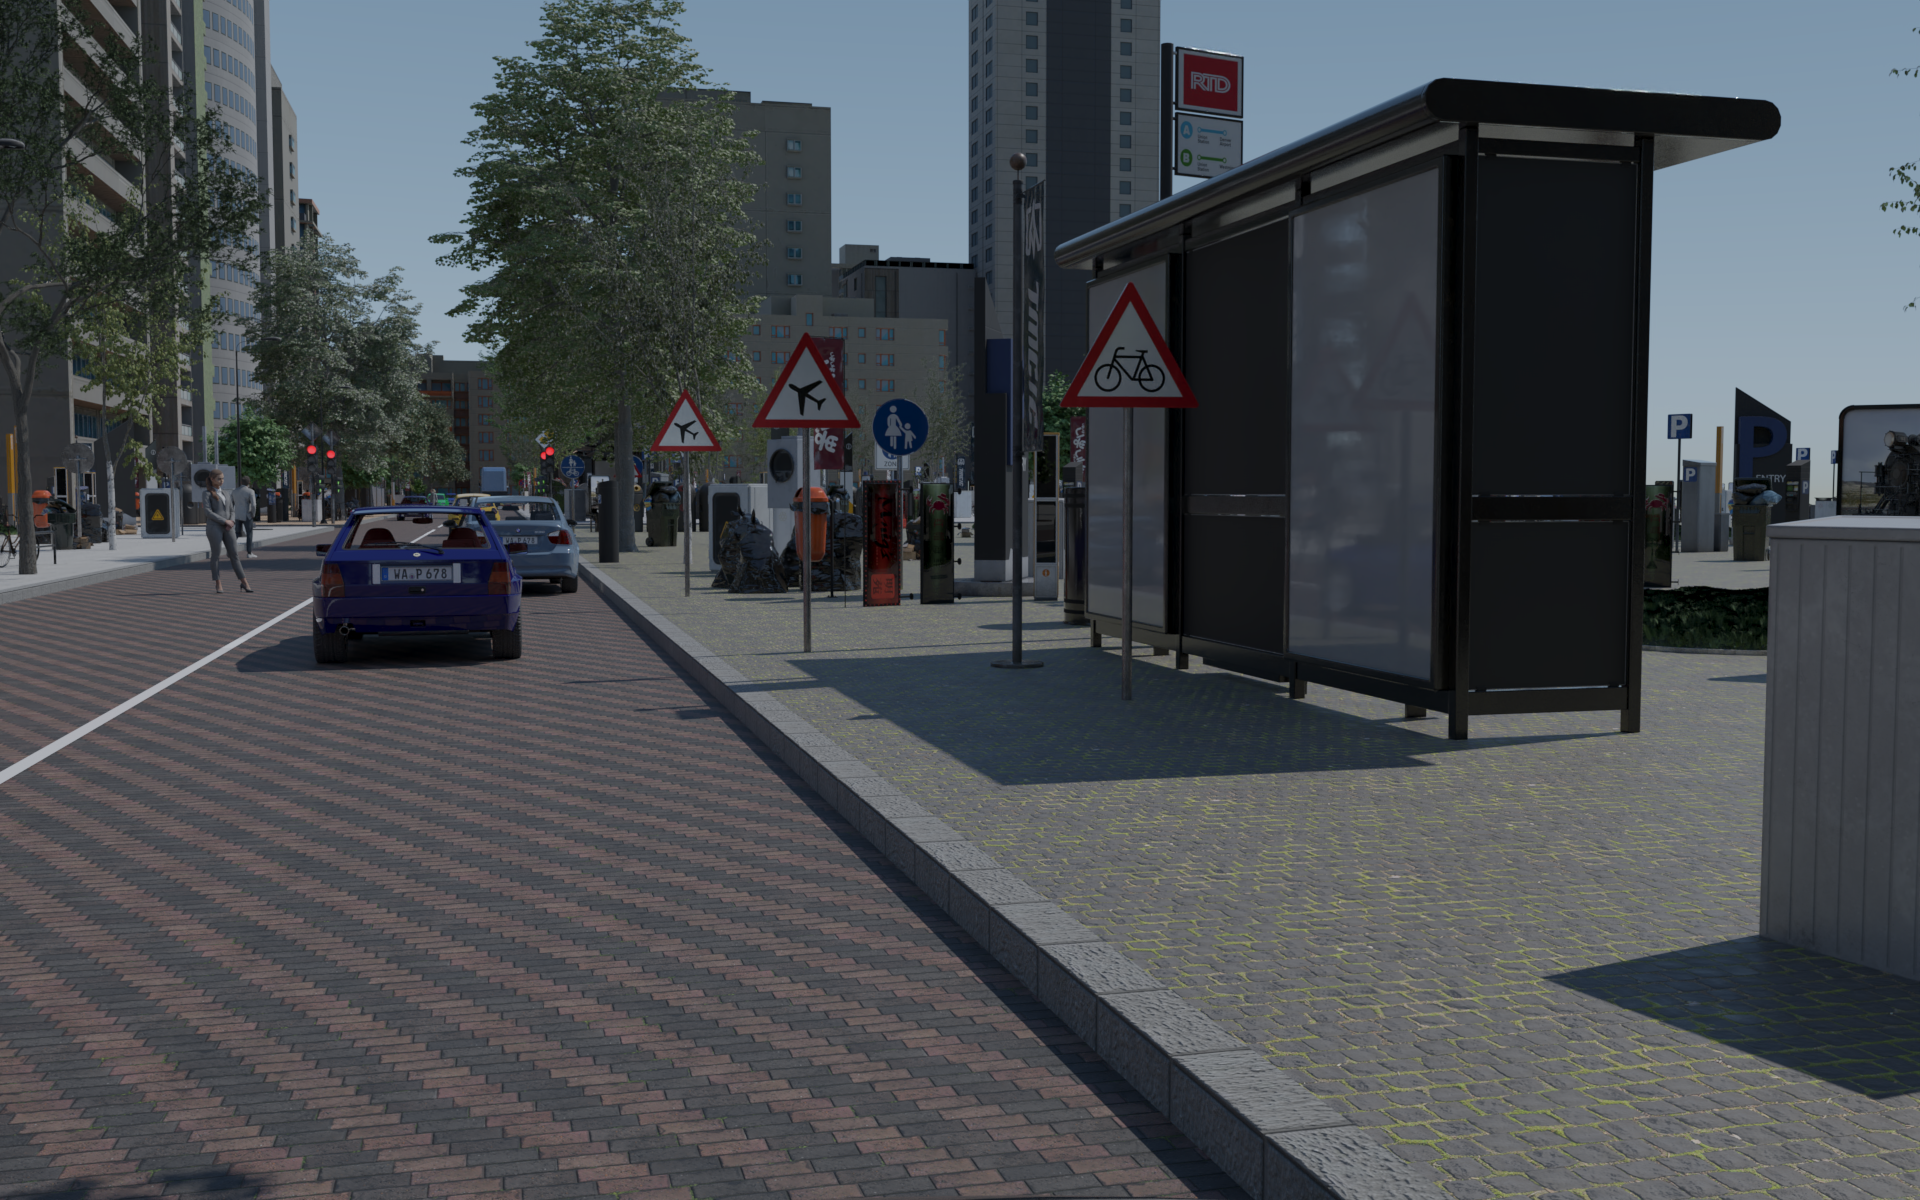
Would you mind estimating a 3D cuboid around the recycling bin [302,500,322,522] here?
[{"bbox_3d":[-29.636,-4.076,79.195,0.722,1.027,0.722,0,4,-7],"label":"recycling bin"}]

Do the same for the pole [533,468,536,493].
[{"bbox_3d":[-33.130,-8.633,135.000,0.158,3.312,0.155,0,3,0],"label":"pole"}]

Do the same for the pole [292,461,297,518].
[{"bbox_3d":[-36.299,-6.151,94.414,0.158,3.312,0.155,0,3,0],"label":"pole"}]

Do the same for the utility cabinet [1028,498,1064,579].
[{"bbox_3d":[1.255,-0.932,26.405,1.020,1.237,0.306,3,5,43],"label":"utility cabinet"}]

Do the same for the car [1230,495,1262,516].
[{"bbox_3d":[13.299,-4.119,79.707,4.827,1.381,2.083,-1,4,-16],"label":"car"}]

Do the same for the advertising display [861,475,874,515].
[{"bbox_3d":[-3.103,-3.232,58.061,0.123,1.923,0.974,-1,4,-21],"label":"advertising display"}]

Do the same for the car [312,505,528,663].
[{"bbox_3d":[-5.016,-0.220,16.171,1.945,1.354,3.894,-1,4,-16],"label":"car"}]

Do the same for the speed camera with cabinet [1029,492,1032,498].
[{"bbox_3d":[4.737,-8.867,139.316,2.038,3.252,0.660,-1,4,-12],"label":"speed camera with cabinet"}]

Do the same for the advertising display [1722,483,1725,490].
[{"bbox_3d":[45.869,-6.078,104.582,0.974,1.923,0.123,-3,4,-38],"label":"advertising display"}]

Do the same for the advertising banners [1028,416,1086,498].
[{"bbox_3d":[2.013,-2.623,39.078,2.074,3.025,0.090,2,4,28],"label":"advertising banners"}]

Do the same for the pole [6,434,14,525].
[{"bbox_3d":[-32.215,-3.973,58.795,0.158,3.312,0.155,0,3,0],"label":"pole"}]

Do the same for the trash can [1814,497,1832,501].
[{"bbox_3d":[36.659,-3.785,73.535,0.748,1.137,0.748,0,3,0],"label":"trash can"}]

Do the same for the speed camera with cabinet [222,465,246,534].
[{"bbox_3d":[-22.678,-3.641,53.863,0.660,3.252,2.038,-3,5,-41],"label":"speed camera with cabinet"}]

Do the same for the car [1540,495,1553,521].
[{"bbox_3d":[29.881,-4.554,86.465,4.499,1.417,2.014,-1,4,-17],"label":"car"}]

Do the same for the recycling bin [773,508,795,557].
[{"bbox_3d":[-3.362,-1.215,32.424,0.722,1.027,0.722,-3,4,-38],"label":"recycling bin"}]

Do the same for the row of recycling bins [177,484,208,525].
[{"bbox_3d":[-32.867,-4.095,74.070,1.069,1.692,3.534,-1,4,-14],"label":"row of recycling bins"}]

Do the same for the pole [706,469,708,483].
[{"bbox_3d":[-20.809,-9.091,142.485,0.158,3.312,0.155,0,3,0],"label":"pole"}]

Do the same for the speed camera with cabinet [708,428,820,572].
[{"bbox_3d":[-3.199,-2.065,28.095,2.038,3.252,0.660,3,4,38],"label":"speed camera with cabinet"}]

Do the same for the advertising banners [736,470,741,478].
[{"bbox_3d":[-16.734,-8.023,127.365,0.090,3.025,2.074,-3,5,-44],"label":"advertising banners"}]

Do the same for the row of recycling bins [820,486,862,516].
[{"bbox_3d":[-5.814,-4.761,84.948,3.534,1.692,1.069,2,4,31],"label":"row of recycling bins"}]

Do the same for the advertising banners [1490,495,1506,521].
[{"bbox_3d":[9.620,-2.154,31.403,2.074,3.025,0.090,1,4,10],"label":"advertising banners"}]

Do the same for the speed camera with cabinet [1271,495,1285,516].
[{"bbox_3d":[19.220,-6.477,100.236,0.660,3.252,2.038,-3,5,-44],"label":"speed camera with cabinet"}]

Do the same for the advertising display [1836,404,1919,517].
[{"bbox_3d":[6.805,-0.439,12.390,0.974,1.923,0.123,2,4,30],"label":"advertising display"}]

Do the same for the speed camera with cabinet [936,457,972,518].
[{"bbox_3d":[-0.396,-6.049,93.235,2.038,3.252,0.660,-2,4,-29],"label":"speed camera with cabinet"}]

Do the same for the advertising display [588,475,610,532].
[{"bbox_3d":[-12.206,-3.267,58.633,0.123,1.923,0.974,2,4,31],"label":"advertising display"}]

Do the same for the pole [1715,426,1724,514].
[{"bbox_3d":[22.825,-3.563,52.100,0.158,3.312,0.155,0,3,0],"label":"pole"}]

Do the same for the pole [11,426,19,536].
[{"bbox_3d":[-28.052,-3.537,51.674,0.158,3.312,0.155,0,3,0],"label":"pole"}]

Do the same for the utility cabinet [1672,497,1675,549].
[{"bbox_3d":[16.678,-1.839,41.237,0.306,1.237,1.020,0,4,3],"label":"utility cabinet"}]

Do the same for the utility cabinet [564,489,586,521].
[{"bbox_3d":[-17.948,-4.411,80.792,0.318,1.500,1.173,2,4,27],"label":"utility cabinet"}]

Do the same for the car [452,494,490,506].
[{"bbox_3d":[-16.973,-3.069,60.406,2.015,1.641,3.980,-1,4,-17],"label":"car"}]

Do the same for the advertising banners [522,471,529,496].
[{"bbox_3d":[-33.454,-8.362,132.906,0.090,3.025,2.074,-1,4,-9],"label":"advertising banners"}]

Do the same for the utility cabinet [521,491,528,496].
[{"bbox_3d":[-36.128,-8.283,144.111,0.318,1.500,1.173,0,4,8],"label":"utility cabinet"}]

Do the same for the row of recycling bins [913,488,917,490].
[{"bbox_3d":[-3.641,-8.598,147.693,1.069,1.692,3.534,-1,4,-23],"label":"row of recycling bins"}]

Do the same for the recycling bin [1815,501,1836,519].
[{"bbox_3d":[31.036,-3.024,61.994,0.722,1.027,0.722,2,4,32],"label":"recycling bin"}]

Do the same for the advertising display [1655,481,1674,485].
[{"bbox_3d":[33.686,-4.749,82.864,0.123,1.923,0.974,-2,4,-33],"label":"advertising display"}]

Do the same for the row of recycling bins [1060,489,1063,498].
[{"bbox_3d":[9.608,-8.818,151.294,3.534,1.692,1.069,3,4,37],"label":"row of recycling bins"}]

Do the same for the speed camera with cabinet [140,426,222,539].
[{"bbox_3d":[-22.639,-3.418,50.216,2.038,3.252,0.660,-1,4,-18],"label":"speed camera with cabinet"}]

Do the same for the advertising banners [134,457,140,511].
[{"bbox_3d":[-37.043,-5.080,79.249,2.074,3.025,0.090,0,4,-1],"label":"advertising banners"}]

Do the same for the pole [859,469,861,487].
[{"bbox_3d":[-8.224,-9.068,142.099,0.158,3.312,0.155,0,3,0],"label":"pole"}]

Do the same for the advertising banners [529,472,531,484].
[{"bbox_3d":[-33.385,-8.557,136.094,0.090,3.025,2.074,2,4,24],"label":"advertising banners"}]

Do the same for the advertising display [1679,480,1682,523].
[{"bbox_3d":[32.312,-4.425,77.556,0.123,1.923,0.974,2,4,27],"label":"advertising display"}]

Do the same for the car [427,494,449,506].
[{"bbox_3d":[-42.993,-8.162,142.250,1.959,1.807,4.718,-1,4,-13],"label":"car"}]

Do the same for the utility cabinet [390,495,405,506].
[{"bbox_3d":[-41.686,-7.173,128.432,1.020,1.237,0.306,-1,4,-19],"label":"utility cabinet"}]

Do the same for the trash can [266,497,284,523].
[{"bbox_3d":[-30.727,-4.041,77.732,0.748,1.137,0.748,0,3,0],"label":"trash can"}]

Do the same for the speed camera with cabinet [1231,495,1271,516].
[{"bbox_3d":[17.053,-6.532,101.129,2.038,3.252,0.660,0,4,-7],"label":"speed camera with cabinet"}]

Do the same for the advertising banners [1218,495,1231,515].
[{"bbox_3d":[9.020,-4.136,63.818,2.074,3.025,0.090,0,4,2],"label":"advertising banners"}]

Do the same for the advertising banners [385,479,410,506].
[{"bbox_3d":[-46.867,-9.073,144.528,2.074,3.025,0.090,-1,4,-19],"label":"advertising banners"}]

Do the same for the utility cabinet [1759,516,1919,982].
[{"bbox_3d":[2.636,0.402,4.587,0.306,1.237,1.020,-2,4,-23],"label":"utility cabinet"}]

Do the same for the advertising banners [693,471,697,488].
[{"bbox_3d":[-20.795,-8.393,133.407,0.090,3.025,2.074,2,4,24],"label":"advertising banners"}]

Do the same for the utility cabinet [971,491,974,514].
[{"bbox_3d":[0.363,-6.298,111.650,1.173,1.500,0.318,0,4,0],"label":"utility cabinet"}]

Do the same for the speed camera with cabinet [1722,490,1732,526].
[{"bbox_3d":[30.058,-4.480,67.583,2.038,3.252,0.660,3,5,44],"label":"speed camera with cabinet"}]

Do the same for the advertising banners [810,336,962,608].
[{"bbox_3d":[-0.867,-1.440,19.728,2.074,3.025,0.090,-2,4,-33],"label":"advertising banners"}]

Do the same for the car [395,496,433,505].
[{"bbox_3d":[-29.525,-4.966,93.780,1.945,1.354,3.894,-1,4,-14],"label":"car"}]

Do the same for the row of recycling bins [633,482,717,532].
[{"bbox_3d":[-9.836,-3.161,58.795,3.534,1.692,1.069,-1,4,-13],"label":"row of recycling bins"}]

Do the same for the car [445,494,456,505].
[{"bbox_3d":[-59.051,-11.706,200.987,1.945,1.707,3.694,-1,4,-13],"label":"car"}]

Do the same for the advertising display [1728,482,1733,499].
[{"bbox_3d":[42.348,-5.453,94.374,0.123,1.923,0.974,-3,5,-40],"label":"advertising display"}]

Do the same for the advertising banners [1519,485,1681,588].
[{"bbox_3d":[8.875,-1.702,24.011,2.074,3.025,0.090,2,4,24],"label":"advertising banners"}]

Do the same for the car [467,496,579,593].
[{"bbox_3d":[-6.762,-0.866,26.158,2.014,1.417,4.499,-1,4,-17],"label":"car"}]
